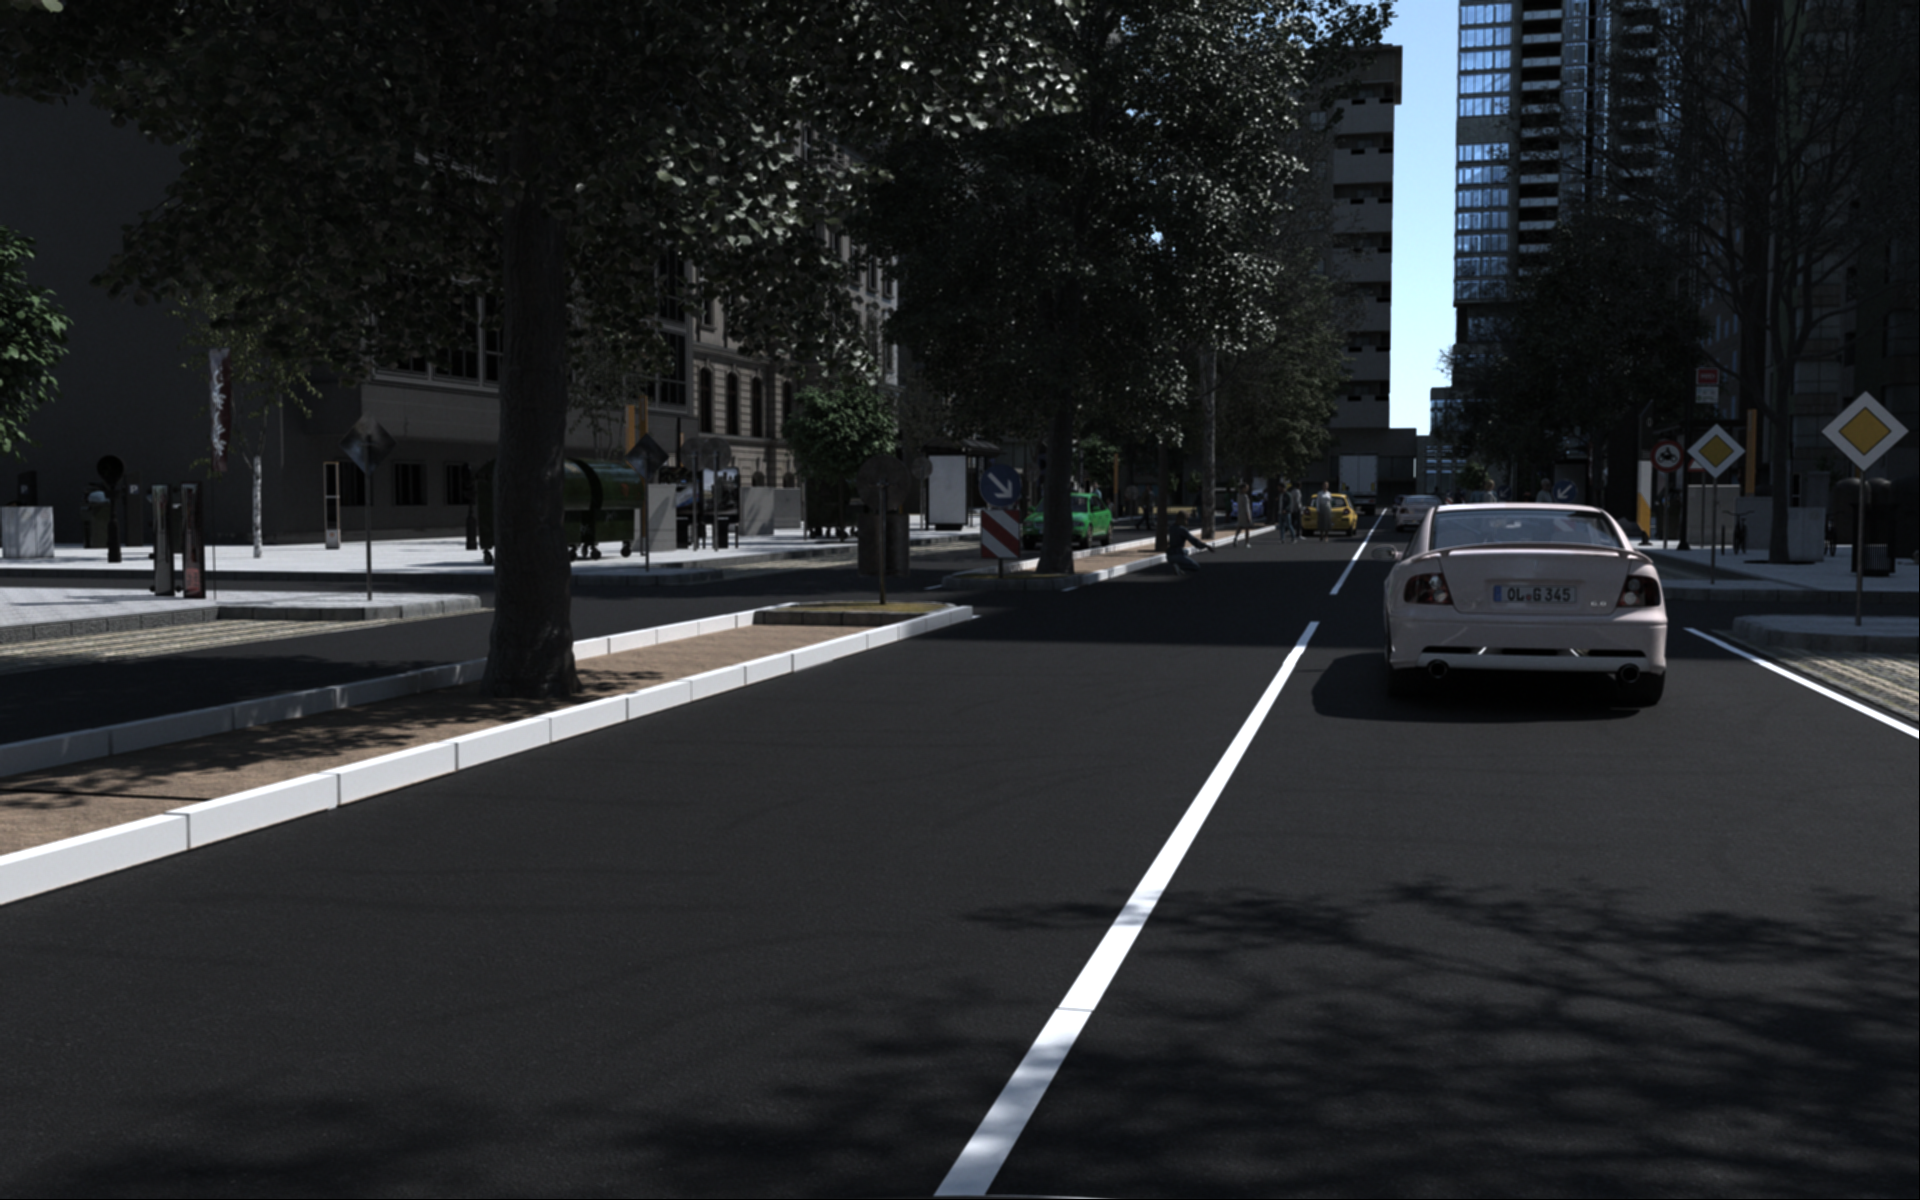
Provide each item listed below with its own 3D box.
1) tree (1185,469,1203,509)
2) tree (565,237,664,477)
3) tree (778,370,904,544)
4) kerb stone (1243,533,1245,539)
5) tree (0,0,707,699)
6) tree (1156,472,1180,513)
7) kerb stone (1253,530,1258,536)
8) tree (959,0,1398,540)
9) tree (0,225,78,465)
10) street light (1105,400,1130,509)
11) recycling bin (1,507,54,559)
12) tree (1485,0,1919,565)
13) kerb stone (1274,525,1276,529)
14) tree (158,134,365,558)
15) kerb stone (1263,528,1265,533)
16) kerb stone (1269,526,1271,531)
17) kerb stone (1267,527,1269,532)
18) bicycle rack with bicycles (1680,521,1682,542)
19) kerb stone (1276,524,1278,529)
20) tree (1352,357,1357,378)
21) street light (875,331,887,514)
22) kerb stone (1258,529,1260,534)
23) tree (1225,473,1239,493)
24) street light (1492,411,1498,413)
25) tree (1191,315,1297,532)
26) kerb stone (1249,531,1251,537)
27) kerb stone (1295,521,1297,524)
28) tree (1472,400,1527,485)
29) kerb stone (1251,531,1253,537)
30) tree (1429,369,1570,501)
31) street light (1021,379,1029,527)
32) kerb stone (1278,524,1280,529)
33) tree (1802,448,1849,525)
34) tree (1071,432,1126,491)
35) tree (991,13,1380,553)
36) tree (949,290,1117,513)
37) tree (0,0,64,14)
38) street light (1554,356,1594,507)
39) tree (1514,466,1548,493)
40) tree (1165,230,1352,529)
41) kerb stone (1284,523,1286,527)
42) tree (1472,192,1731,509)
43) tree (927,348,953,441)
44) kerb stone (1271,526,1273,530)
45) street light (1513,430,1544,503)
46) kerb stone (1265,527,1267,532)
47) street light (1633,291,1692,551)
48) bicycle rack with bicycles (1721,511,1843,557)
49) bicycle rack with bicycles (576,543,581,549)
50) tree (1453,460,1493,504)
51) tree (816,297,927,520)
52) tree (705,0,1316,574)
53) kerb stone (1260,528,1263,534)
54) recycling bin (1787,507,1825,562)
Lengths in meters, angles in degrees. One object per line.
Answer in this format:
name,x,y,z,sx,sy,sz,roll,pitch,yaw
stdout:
tree,17.214,-8.150,127.846,1.663,3.219,1.824,0,3,0
tree,-9.605,-5.862,46.214,4.360,8.622,3.978,0,3,0
tree,-3.112,-3.775,45.438,4.285,4.588,4.351,0,3,0
kerb stone,8.843,-1.987,54.690,0.120,0.150,1.000,1,4,14
tree,-3.067,-6.297,12.064,9.857,13.997,8.962,0,3,0
tree,14.263,-7.613,119.066,1.663,3.219,1.824,0,3,0
kerb stone,10.090,-2.291,59.658,0.120,0.150,1.000,1,4,14
tree,6.807,-12.017,54.831,12.611,20.169,13.585,0,3,0
tree,-10.588,-2.052,17.258,4.285,4.588,4.351,0,3,0
street light,7.836,-6.950,86.180,1.470,5.913,1.316,1,4,14
recycling bin,-18.632,-1.349,34.609,0.722,1.027,0.722,3,4,38
tree,14.937,-7.405,31.442,12.009,13.543,11.850,0,3,0
kerb stone,12.346,-2.839,68.632,0.120,0.150,1.000,1,4,14
tree,-14.064,-5.158,34.696,4.737,8.622,4.395,0,3,0
kerb stone,10.839,-2.474,62.649,0.120,0.150,1.000,1,4,14
kerb stone,11.588,-2.653,65.632,0.120,0.150,1.000,1,4,14
kerb stone,11.331,-2.595,64.634,0.120,0.150,1.000,1,4,14
bicycle rack with bicycles,20.394,-1.980,45.762,2.852,0.926,2.925,-1,4,-16
kerb stone,12.588,-2.899,69.634,0.120,0.150,1.000,1,4,14
tree,14.301,-9.742,79.872,7.486,12.596,7.792,0,3,0
street light,-1.791,-4.613,47.966,1.470,5.913,1.316,1,4,14
kerb stone,10.339,-2.349,60.667,0.120,0.150,1.000,1,4,14
tree,25.345,-10.136,160.328,1.663,3.219,1.824,0,3,0
street light,30.312,-7.578,96.435,1.470,5.913,1.316,1,4,14
tree,10.472,-6.836,64.589,4.360,8.622,3.978,0,3,0
kerb stone,9.345,-2.109,56.674,0.120,0.150,1.000,1,4,14
kerb stone,17.086,-3.990,87.536,0.120,0.150,1.000,1,4,14
tree,36.579,-10.160,116.477,4.360,8.622,3.978,0,3,0
kerb stone,9.586,-2.166,57.667,0.120,0.150,1.000,1,4,14
tree,33.161,-10.371,103.986,7.601,10.594,8.767,2,4,33
street light,3.067,-5.793,67.260,1.470,5.913,1.316,1,4,14
kerb stone,12.835,-2.960,70.626,0.120,0.150,1.000,1,4,14
tree,36.408,-4.810,73.250,1.663,3.219,1.824,0,3,0
tree,7.070,-6.519,90.298,4.285,4.588,4.351,0,3,0
tree,4.964,-7.905,42.069,12.009,13.543,11.850,0,3,0
tree,3.011,-8.568,74.507,8.767,10.594,7.601,2,4,28
tree,-4.928,-5.074,3.547,7.486,12.596,7.792,0,3,0
street light,20.733,-5.255,58.459,1.470,5.913,1.316,1,4,14
tree,30.849,-6.026,93.131,1.663,3.219,1.824,0,3,0
tree,11.691,-9.169,70.499,7.486,12.596,7.792,0,3,0
kerb stone,13.839,-3.205,74.604,0.120,0.150,1.000,1,4,14
tree,24.506,-9.113,66.010,9.611,12.733,9.660,0,3,0
tree,-1.898,-8.178,84.078,4.360,8.622,3.978,0,3,0
kerb stone,11.836,-2.718,66.633,0.120,0.150,1.000,1,4,14
street light,25.476,-6.412,77.385,1.470,5.913,1.316,1,4,14
kerb stone,11.085,-2.535,63.642,0.120,0.150,1.000,1,4,14
street light,15.990,-4.094,39.485,1.470,5.913,1.316,1,4,14
bicycle rack with bicycles,17.369,-1.438,36.901,2.852,0.926,2.925,2,4,24
bicycle rack with bicycles,-9.753,-1.738,41.799,2.852,0.926,2.925,0,4,3
tree,46.546,-10.588,156.823,4.285,4.588,4.351,0,3,0
tree,-3.758,-7.037,65.412,4.360,8.622,3.978,0,3,0
tree,1.696,-7.405,30.190,9.857,13.997,8.962,0,3,0
kerb stone,10.587,-2.414,61.659,0.120,0.150,1.000,1,4,14
recycling bin,16.129,-1.258,33.124,0.722,1.027,0.722,2,4,26
